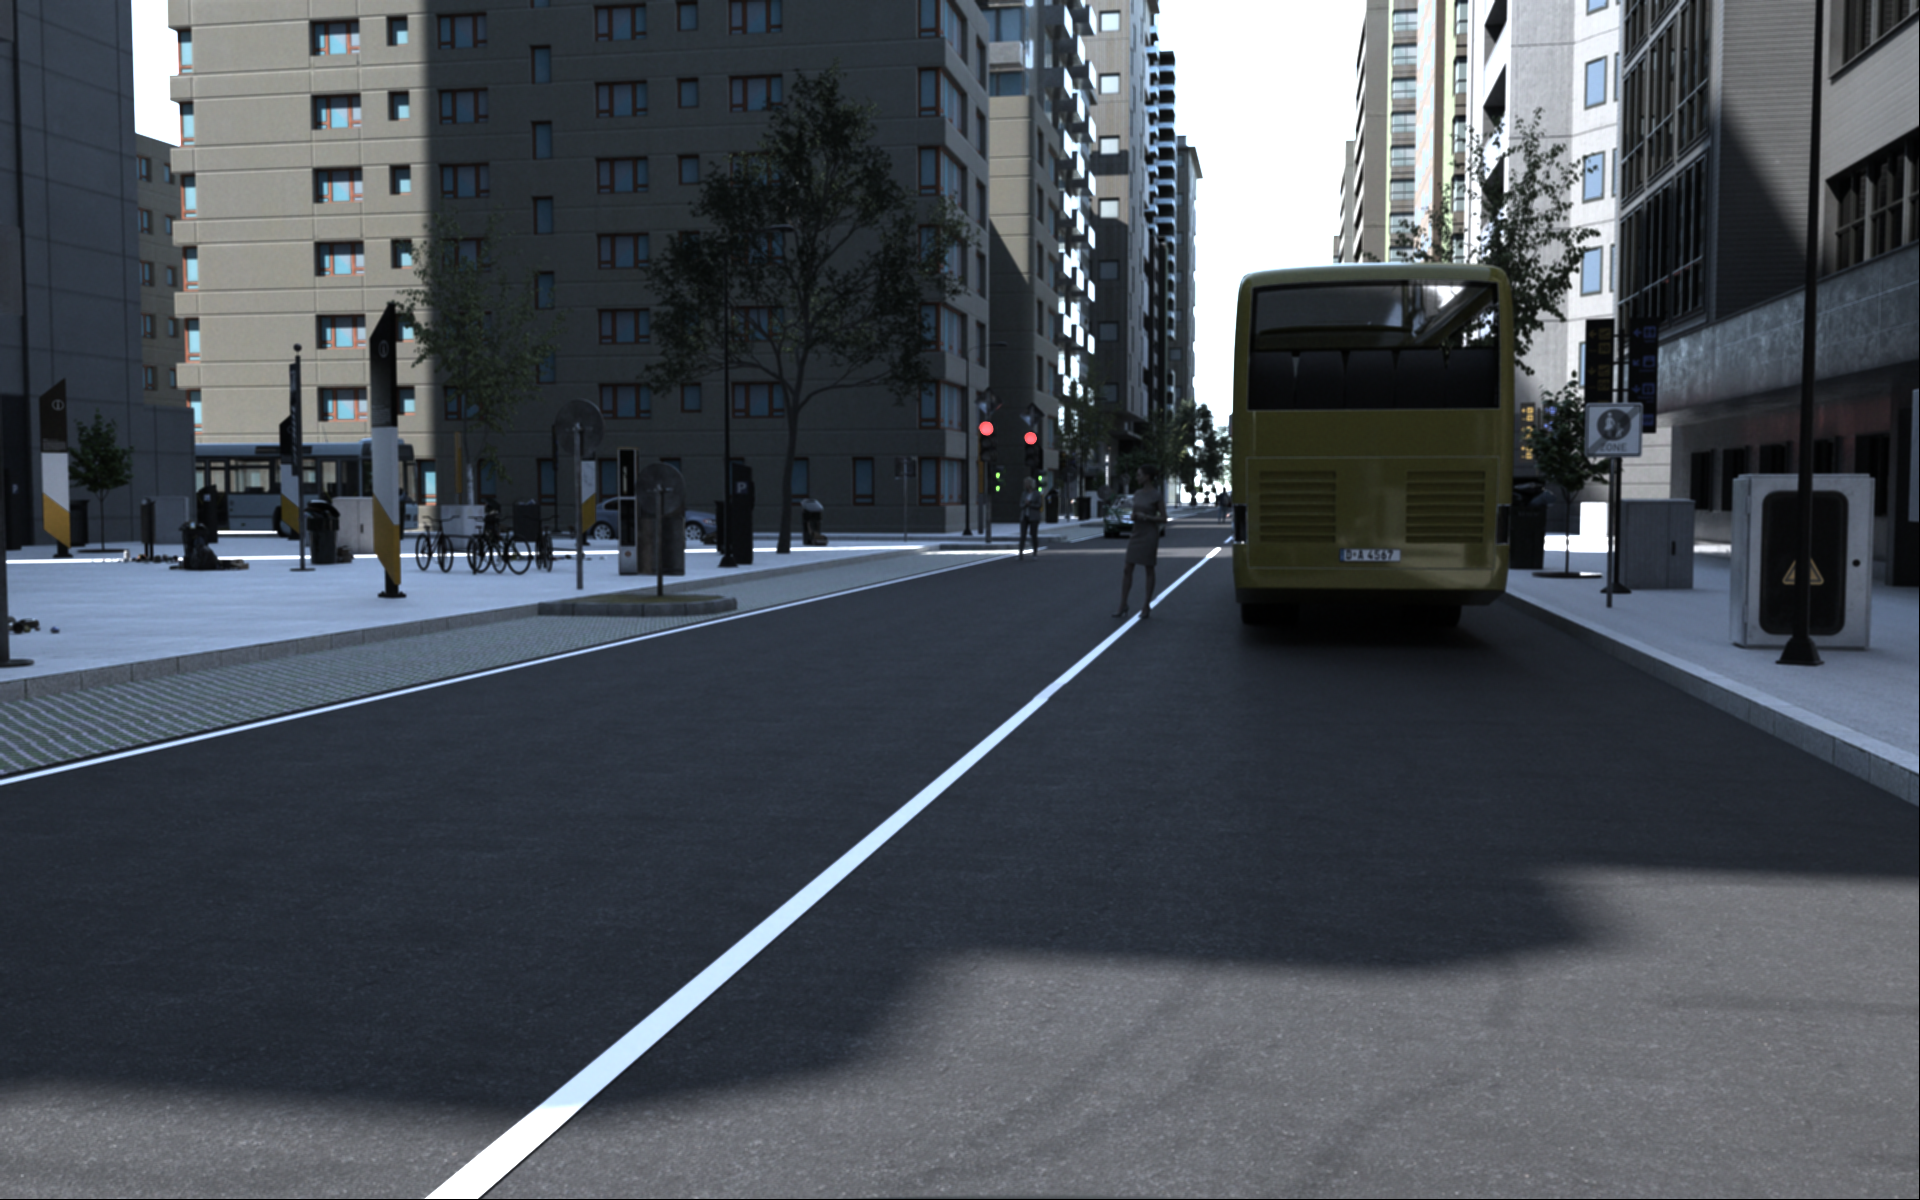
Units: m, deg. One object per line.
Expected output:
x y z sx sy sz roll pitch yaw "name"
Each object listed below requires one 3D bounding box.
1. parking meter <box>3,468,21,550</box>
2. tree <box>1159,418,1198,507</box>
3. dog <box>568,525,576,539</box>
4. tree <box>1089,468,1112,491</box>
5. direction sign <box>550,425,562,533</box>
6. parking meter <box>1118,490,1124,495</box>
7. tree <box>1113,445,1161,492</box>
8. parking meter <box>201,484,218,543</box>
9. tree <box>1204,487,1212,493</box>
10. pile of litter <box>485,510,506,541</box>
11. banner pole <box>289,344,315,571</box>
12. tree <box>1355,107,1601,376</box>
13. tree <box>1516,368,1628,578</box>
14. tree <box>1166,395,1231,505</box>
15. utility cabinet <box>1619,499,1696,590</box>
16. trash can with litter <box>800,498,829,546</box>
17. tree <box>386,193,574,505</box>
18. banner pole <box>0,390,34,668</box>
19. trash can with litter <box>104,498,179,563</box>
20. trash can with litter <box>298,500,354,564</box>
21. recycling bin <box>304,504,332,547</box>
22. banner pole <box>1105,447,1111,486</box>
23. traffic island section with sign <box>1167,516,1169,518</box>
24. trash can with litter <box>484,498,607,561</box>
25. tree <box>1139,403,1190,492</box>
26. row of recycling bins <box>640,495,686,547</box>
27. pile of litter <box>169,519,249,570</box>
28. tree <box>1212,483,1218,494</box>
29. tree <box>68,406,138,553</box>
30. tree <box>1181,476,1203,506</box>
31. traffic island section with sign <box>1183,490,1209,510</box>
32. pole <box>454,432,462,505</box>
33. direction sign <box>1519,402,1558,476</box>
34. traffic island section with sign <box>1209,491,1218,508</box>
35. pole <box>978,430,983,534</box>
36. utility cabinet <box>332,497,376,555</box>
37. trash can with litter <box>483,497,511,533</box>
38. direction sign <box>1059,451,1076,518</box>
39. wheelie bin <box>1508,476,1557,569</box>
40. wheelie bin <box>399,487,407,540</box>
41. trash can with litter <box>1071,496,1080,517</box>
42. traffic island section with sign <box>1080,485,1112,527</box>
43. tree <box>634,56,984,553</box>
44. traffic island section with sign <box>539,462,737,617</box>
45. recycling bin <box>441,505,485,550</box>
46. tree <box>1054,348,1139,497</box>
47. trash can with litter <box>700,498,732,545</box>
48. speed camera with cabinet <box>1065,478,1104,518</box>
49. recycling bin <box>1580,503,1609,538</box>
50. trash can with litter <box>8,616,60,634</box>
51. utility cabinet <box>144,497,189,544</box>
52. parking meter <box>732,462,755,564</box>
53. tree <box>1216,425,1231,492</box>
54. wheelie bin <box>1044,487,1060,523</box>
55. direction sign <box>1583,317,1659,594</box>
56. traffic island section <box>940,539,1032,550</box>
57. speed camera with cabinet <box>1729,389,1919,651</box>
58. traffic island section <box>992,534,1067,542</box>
-21.661 -2.068 39.524 0.255 1.863 0.399 0 4 4 "parking meter"
21.256 -13.265 167.248 4.360 8.622 3.978 0 3 0 "tree"
-11.402 -1.976 51.601 0.406 0.507 0.540 1 4 10 "dog"
10.187 -8.044 126.120 1.663 3.219 1.824 0 3 0 "tree"
-13.319 -3.978 57.035 0.379 3.537 0.876 0 4 -4 "direction sign"
10.279 -6.248 110.559 0.372 1.533 0.369 0 3 0 "parking meter"
11.875 -8.103 116.195 4.285 4.588 4.351 0 3 0 "tree"
-19.649 -2.259 45.338 0.372 1.533 0.369 0 3 0 "parking meter"
31.627 -14.266 227.847 1.663 3.219 1.824 0 3 0 "tree"
-13.058 -2.053 47.539 1.176 0.858 1.719 -2 4 -32 "pile of litter"
-11.156 -2.393 29.143 0.401 3.779 0.863 -2 4 -33 "banner pole"
10.030 -5.059 33.085 4.737 8.622 4.395 0 3 0 "tree"
9.532 -1.963 26.704 1.663 3.219 1.824 0 3 0 "tree"
27.154 -17.396 201.424 9.611 12.733 9.660 0 3 0 "tree"
9.400 -0.750 23.428 1.020 1.237 0.306 -1 4 -11 "utility cabinet"
-3.566 -1.947 43.218 0.624 1.170 1.055 -2 4 -28 "trash can with litter"
-12.083 -5.692 43.420 4.737 8.622 4.395 0 3 0 "tree"
-7.356 -1.403 12.964 0.863 3.779 0.401 2 4 30 "banner pole"
-15.405 -1.329 32.783 1.678 1.210 2.233 -2 4 -35 "trash can with litter"
-11.677 -1.259 31.974 0.624 1.170 1.055 1 4 9 "trash can with litter"
-15.549 -1.827 42.430 0.722 1.027 0.722 2 4 35 "recycling bin"
7.976 -6.318 93.314 0.401 3.779 0.863 -1 4 -16 "banner pole"
11.274 -5.704 101.893 1.989 1.847 2.006 1 4 11 "traffic island section with sign"
-8.042 -1.386 33.718 2.233 1.210 1.678 0 4 -6 "trash can with litter"
16.288 -11.583 139.739 4.737 8.622 4.395 0 3 0 "tree"
-7.318 -2.111 41.634 1.069 1.692 3.534 -1 4 -22 "row of recycling bins"
-12.875 -0.960 29.669 1.176 0.858 1.719 -3 4 -36 "pile of litter"
38.798 -16.512 264.564 1.663 3.219 1.824 0 3 0 "tree"
-19.030 -2.659 38.081 1.663 3.219 1.824 0 3 0 "tree"
28.357 -13.277 211.687 1.663 3.219 1.824 0 3 0 "tree"
20.486 -8.727 151.315 1.989 1.847 2.006 1 4 11 "traffic island section with sign"
-16.480 -3.858 56.921 0.158 3.312 0.155 0 3 0 "pole"
14.287 -3.109 42.836 0.876 3.537 0.379 2 4 26 "direction sign"
25.432 -10.348 177.814 1.989 1.847 2.006 1 4 11 "traffic island section with sign"
0.665 -3.765 55.408 0.158 3.312 0.155 0 3 0 "pole"
-12.812 -1.569 36.814 1.020 1.237 0.306 1 4 13 "utility cabinet"
-15.231 -2.794 57.077 1.055 1.170 0.624 2 4 32 "trash can with litter"
5.693 -6.099 91.710 0.876 3.537 0.379 0 4 -4 "direction sign"
9.720 -1.332 29.680 0.980 1.594 0.693 1 4 9 "wheelie bin"
-15.923 -2.483 48.512 0.693 1.594 0.980 2 4 27 "wheelie bin"
6.443 -5.100 94.773 0.624 1.170 1.055 1 4 10 "trash can with litter"
6.301 -4.075 75.248 1.989 1.847 2.006 1 4 11 "traffic island section with sign"
-3.516 -6.273 36.970 7.601 10.594 8.767 2 4 24 "tree"
-3.811 -0.761 21.071 1.989 1.847 2.006 1 4 11 "traffic island section with sign"
-11.485 -1.681 40.031 0.722 1.027 0.722 2 4 25 "recycling bin"
6.212 -8.420 88.023 4.737 8.622 4.395 0 3 0 "tree"
-6.095 -1.979 43.745 1.055 1.170 0.624 2 4 28 "trash can with litter"
6.647 -5.996 92.368 2.038 3.252 0.660 0 4 7 "speed camera with cabinet"
18.652 -2.344 50.874 0.722 1.027 0.722 2 4 26 "recycling bin"
-9.139 -0.288 15.763 1.678 1.210 2.233 0 4 -6 "trash can with litter"
-20.228 -2.020 44.185 1.020 1.237 0.306 0 4 -3 "utility cabinet"
-3.953 -1.584 31.615 0.399 1.863 0.255 0 4 0 "parking meter"
42.926 -22.392 284.227 7.486 12.596 7.792 0 3 0 "tree"
4.075 -4.188 76.377 0.693 1.594 0.980 0 4 4 "wheelie bin"
8.514 -1.858 22.376 0.876 3.537 0.379 2 4 23 "direction sign"
0.721 -1.411 45.353 2.009 0.180 2.903 1 4 11 "traffic island section"
7.522 -1.219 14.269 2.038 3.252 0.660 1 4 13 "speed camera with cabinet"
2.185 -1.891 53.203 2.009 0.180 2.903 1 4 11 "traffic island section"
